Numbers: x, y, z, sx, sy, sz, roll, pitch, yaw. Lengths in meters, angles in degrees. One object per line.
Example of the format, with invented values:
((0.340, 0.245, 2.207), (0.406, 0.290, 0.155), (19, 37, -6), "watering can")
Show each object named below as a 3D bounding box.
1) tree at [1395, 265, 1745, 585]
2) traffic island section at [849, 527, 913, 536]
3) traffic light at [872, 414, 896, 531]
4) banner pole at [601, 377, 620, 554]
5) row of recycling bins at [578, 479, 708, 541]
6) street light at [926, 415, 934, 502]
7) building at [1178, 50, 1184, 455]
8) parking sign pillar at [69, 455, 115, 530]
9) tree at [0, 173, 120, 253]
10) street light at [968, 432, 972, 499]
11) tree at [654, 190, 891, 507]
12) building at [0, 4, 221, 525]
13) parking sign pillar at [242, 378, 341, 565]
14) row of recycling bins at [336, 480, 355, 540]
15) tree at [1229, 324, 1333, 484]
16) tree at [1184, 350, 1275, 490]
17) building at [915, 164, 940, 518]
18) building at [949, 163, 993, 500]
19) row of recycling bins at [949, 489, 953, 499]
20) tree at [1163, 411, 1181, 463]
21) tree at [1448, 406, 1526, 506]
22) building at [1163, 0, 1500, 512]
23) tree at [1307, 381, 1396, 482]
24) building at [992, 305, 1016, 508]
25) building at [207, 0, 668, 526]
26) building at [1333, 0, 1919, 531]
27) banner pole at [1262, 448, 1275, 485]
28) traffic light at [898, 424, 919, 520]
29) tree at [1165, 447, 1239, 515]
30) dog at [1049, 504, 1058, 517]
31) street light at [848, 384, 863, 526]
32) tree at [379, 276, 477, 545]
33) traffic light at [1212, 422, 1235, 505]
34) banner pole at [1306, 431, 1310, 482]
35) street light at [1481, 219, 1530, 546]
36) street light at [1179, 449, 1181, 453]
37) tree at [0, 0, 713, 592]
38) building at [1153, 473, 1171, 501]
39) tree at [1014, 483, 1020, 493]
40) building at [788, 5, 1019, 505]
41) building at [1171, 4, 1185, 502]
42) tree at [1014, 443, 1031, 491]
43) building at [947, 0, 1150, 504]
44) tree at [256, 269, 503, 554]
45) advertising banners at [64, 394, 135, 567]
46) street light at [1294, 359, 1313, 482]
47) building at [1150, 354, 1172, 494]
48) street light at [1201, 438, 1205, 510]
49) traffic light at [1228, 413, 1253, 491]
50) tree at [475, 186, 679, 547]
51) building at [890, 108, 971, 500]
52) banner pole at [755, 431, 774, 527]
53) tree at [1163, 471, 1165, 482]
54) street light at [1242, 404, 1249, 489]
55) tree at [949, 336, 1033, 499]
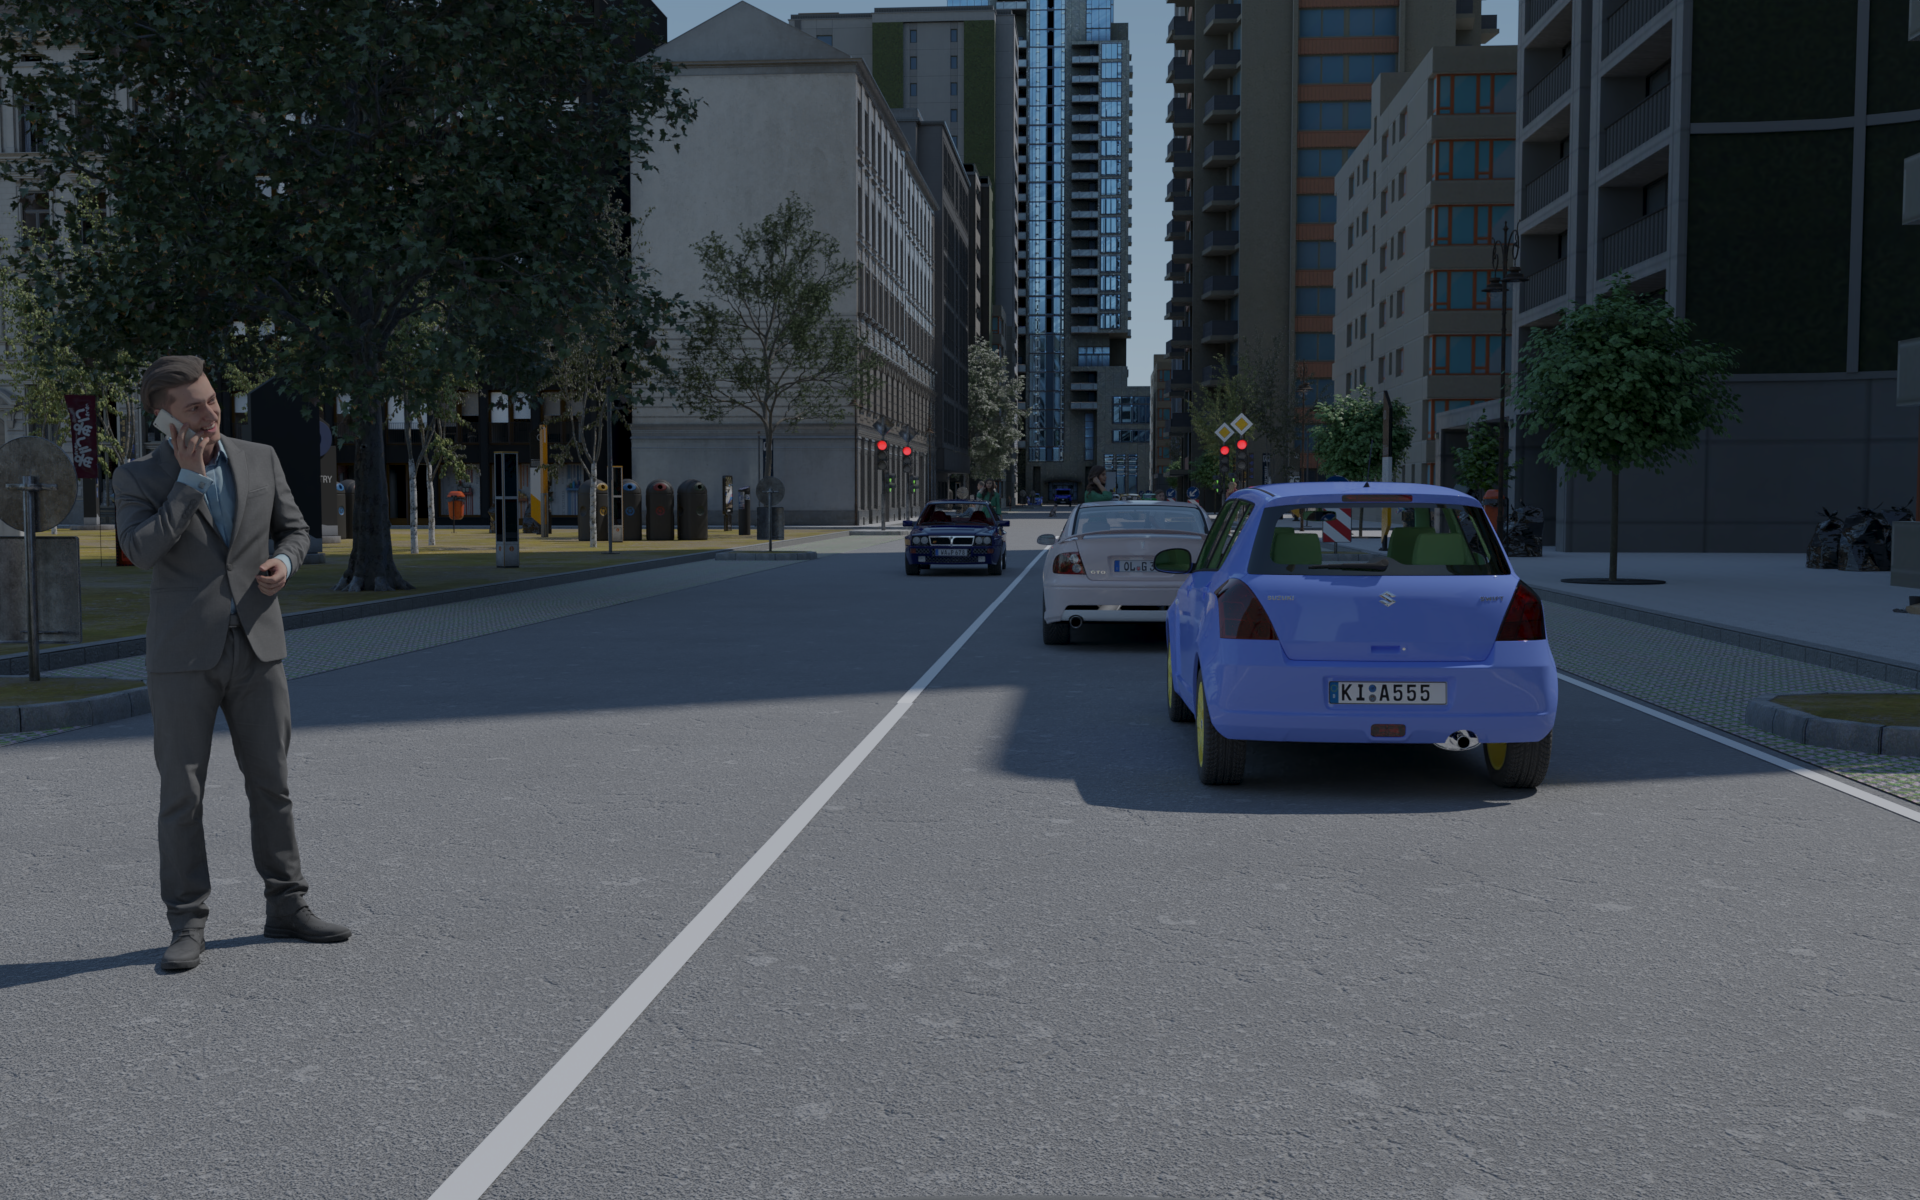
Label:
((9.405, -2.528, 25.045), (4.285, 4.588, 4.351), (0, 3, 0), "tree")
((-2.718, -2.366, 60.965), (2.009, 0.180, 2.903), (0, 4, 4), "traffic island section")
((-2.679, -4.398, 60.827), (0.839, 4.253, 0.868), (0, 4, 4), "traffic light")
((-7.525, -2.891, 37.287), (0.401, 3.779, 0.863), (0, 4, -6), "banner pole")
((-8.751, -2.488, 47.797), (3.534, 1.692, 1.069), (-1, 4, -20), "row of recycling bins")
((-1.733, -7.759, 99.644), (0.468, 5.910, 1.993), (0, 4, 4), "street light")
((27.675, -31.260, 161.206), (14.600, 45.320, 14.200), (0, 4, 4), "building")
((-30.954, -4.476, 61.651), (1.447, 3.967, 1.447), (-1, 4, -22), "parking sign pillar")
((-17.460, -5.212, 35.578), (4.737, 8.622, 4.395), (0, 3, 0), "tree")
((0.707, -9.579, 129.401), (0.468, 5.910, 1.993), (0, 4, 4), "street light")
((-5.597, -7.223, 52.505), (7.601, 10.594, 8.767), (-2, 4, -24), "tree")
((-40.232, -15.148, 76.542), (19.941, 23.489, 11.050), (0, 4, 4), "building")
((-12.483, -2.654, 31.872), (1.447, 3.967, 1.447), (3, 5, 44), "parking sign pillar")
((-17.621, -2.576, 49.232), (1.069, 1.692, 3.534), (1, 4, 16), "row of recycling bins")
((13.697, -7.633, 75.155), (4.360, 8.622, 3.978), (0, 3, 0), "tree")
((13.778, -8.418, 88.004), (4.737, 8.622, 4.395), (0, 3, 0), "tree")
((-6.806, -15.134, 96.595), (9.793, 20.994, 18.267), (0, 4, 4), "building")
((-4.574, -23.219, 151.339), (14.160, 30.474, 14.107), (0, 4, 4), "building")
((-2.319, -7.677, 132.623), (3.534, 1.692, 1.069), (0, 4, -3), "row of recycling bins")
((19.377, -12.235, 150.403), (4.360, 8.622, 3.978), (0, 3, 0), "tree")
((11.664, -2.673, 38.302), (1.663, 3.219, 1.824), (0, 3, 0), "tree")
((26.365, -28.889, 126.959), (22.147, 44.769, 28.867), (0, 4, 4), "building")
((11.667, -4.086, 50.514), (4.285, 4.588, 4.351), (0, 3, 0), "tree")
((-8.863, -20.119, 173.988), (27.650, 21.520, 28.899), (0, 4, 4), "building")
((-21.954, -15.044, 75.644), (15.834, 23.373, 12.332), (0, 4, 4), "building")
((33.720, -14.362, 79.855), (28.899, 21.520, 27.650), (0, 4, 4), "building")
((16.650, -6.310, 93.182), (0.863, 3.779, 0.401), (0, 4, -1), "banner pole")
((-2.052, -4.885, 68.788), (0.839, 4.253, 0.868), (0, 4, 4), "traffic light")
((16.141, -7.668, 109.083), (4.285, 4.588, 4.351), (0, 3, 0), "tree")
((5.744, -5.629, 108.870), (0.800, 0.831, 0.513), (0, 4, 7), "dog")
((-4.191, -5.923, 69.628), (0.468, 5.910, 1.993), (0, 4, 4), "street light")
((-13.263, -5.656, 42.842), (4.360, 8.622, 3.978), (0, 3, 0), "tree")
((10.323, -4.826, 67.832), (0.839, 4.253, 0.868), (0, 4, 4), "traffic light")
((13.685, -4.782, 68.195), (0.401, 3.779, 0.863), (1, 4, 12), "banner pole")
((9.234, -3.467, 29.477), (0.468, 5.910, 1.993), (0, 4, 4), "street light")
((18.173, -10.364, 142.242), (0.468, 5.910, 1.993), (0, 4, 4), "street light")
((-8.000, -6.480, 22.955), (9.611, 12.733, 9.660), (0, 3, 0), "tree")
((33.847, -46.933, 205.605), (20.563, 71.187, 20.611), (0, 4, 4), "building")
((5.842, -12.455, 198.235), (1.663, 3.219, 1.824), (0, 3, 0), "tree")
((-7.200, -40.827, 209.518), (28.212, 58.520, 21.231), (0, 4, 4), "building")
((32.866, -39.121, 181.628), (21.231, 58.520, 28.212), (0, 4, 4), "building")
((5.672, -14.739, 191.347), (4.360, 8.622, 3.978), (0, 3, 0), "tree")
((10.350, -56.516, 236.708), (31.000, 86.520, 22.319), (0, 4, 4), "building")
((-11.512, -5.299, 37.005), (4.737, 8.622, 4.395), (0, 3, 0), "tree")
((-14.751, -2.117, 30.794), (2.074, 3.025, 0.090), (-3, 4, -38), "advertising banners")
((11.729, -5.287, 59.229), (0.468, 5.910, 1.993), (0, 4, 4), "street light")
((41.184, -24.093, 238.963), (28.899, 21.520, 27.650), (0, 4, 4), "building")
((15.892, -8.543, 112.473), (0.468, 5.910, 1.993), (0, 4, 4), "street light")
((9.695, -4.339, 59.871), (0.839, 4.253, 0.868), (0, 4, 4), "traffic light")
((-8.816, -5.587, 41.705), (4.360, 8.622, 3.978), (0, 3, 0), "tree")
((-7.203, -19.828, 117.692), (14.314, 27.812, 24.014), (0, 4, 4), "building")
((-7.735, -4.802, 68.530), (0.863, 3.779, 0.401), (-2, 4, -31), "banner pole")
((18.765, -9.901, 145.600), (4.285, 4.588, 4.351), (0, 3, 0), "tree")
((13.475, -6.694, 82.228), (0.468, 5.910, 1.993), (0, 4, 4), "street light")
((0.627, -14.183, 138.550), (9.857, 13.997, 8.962), (0, 3, 0), "tree")
